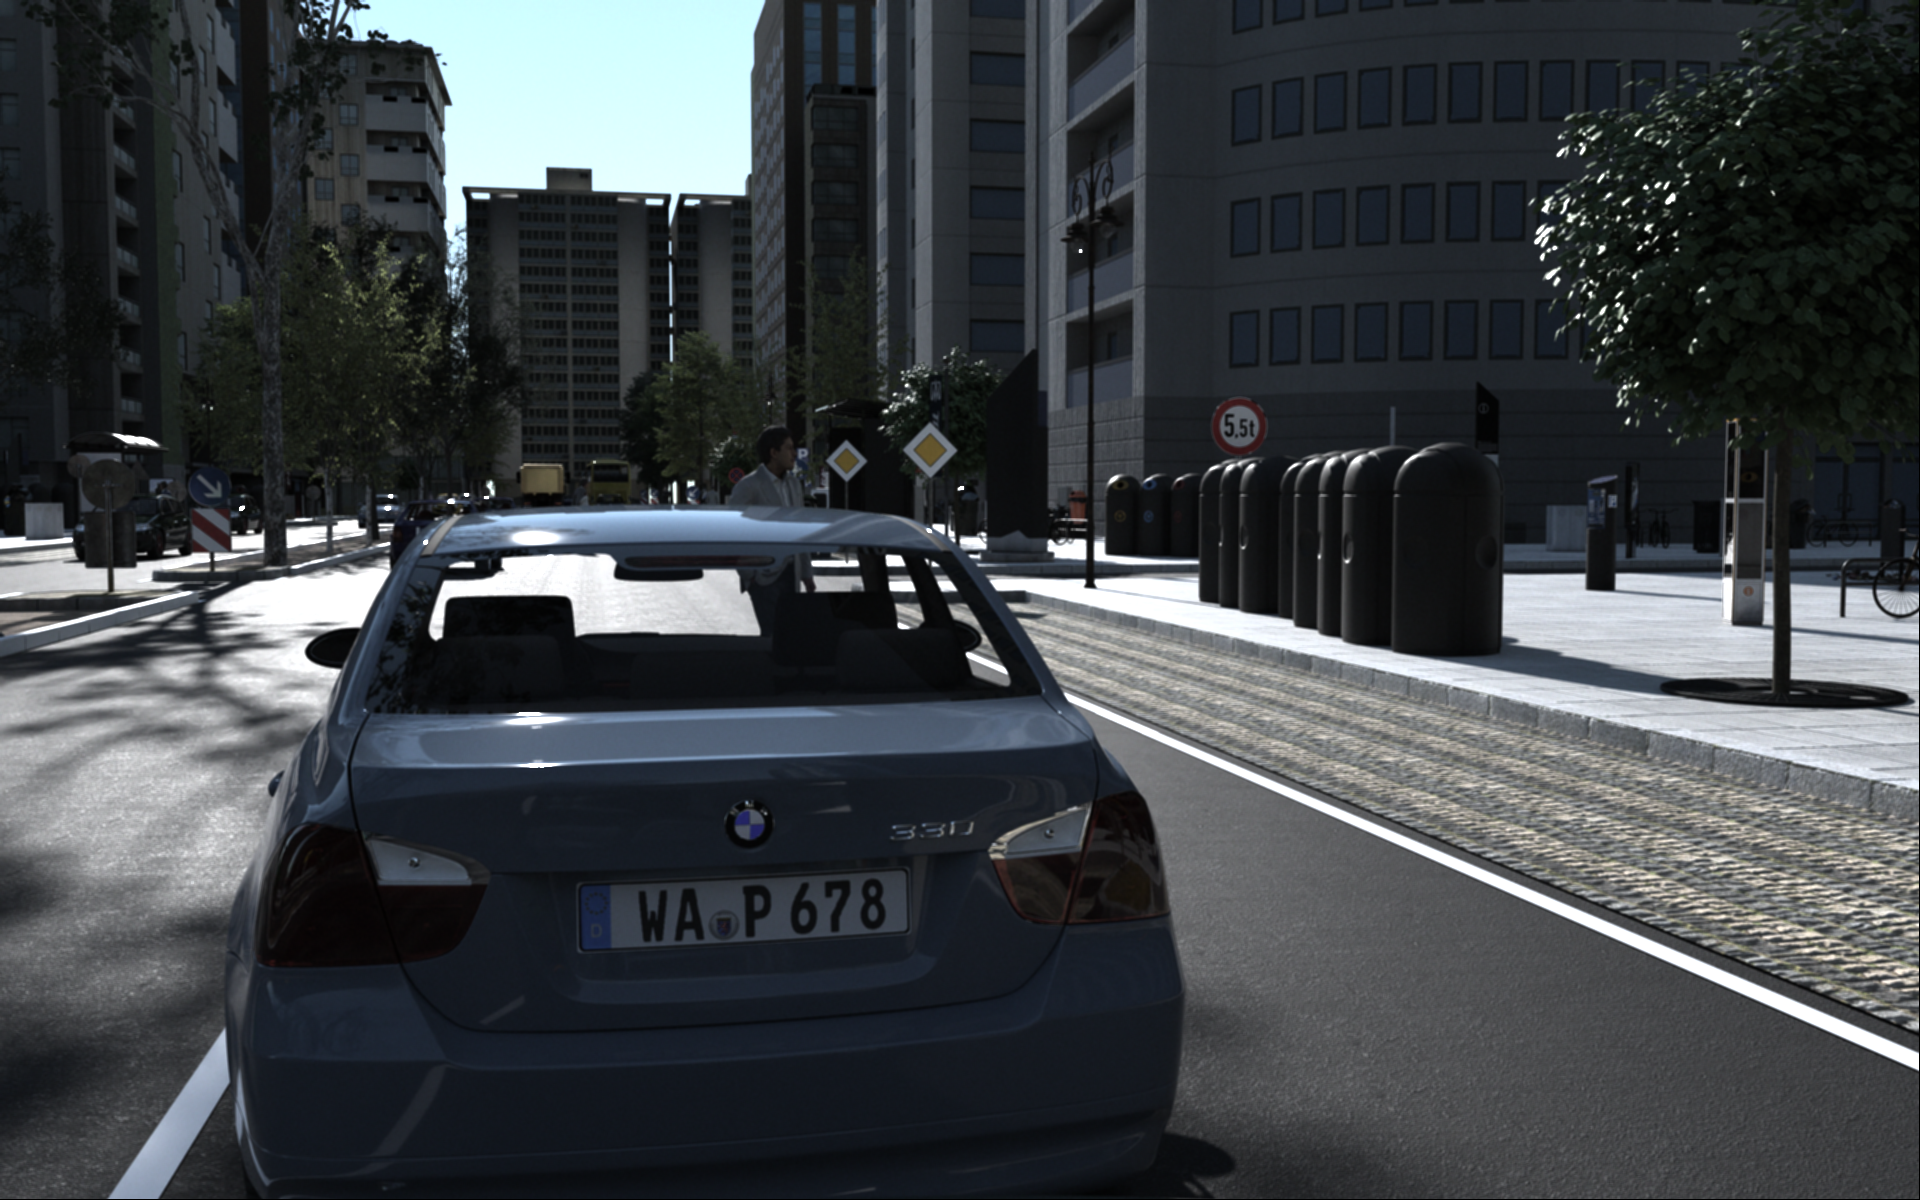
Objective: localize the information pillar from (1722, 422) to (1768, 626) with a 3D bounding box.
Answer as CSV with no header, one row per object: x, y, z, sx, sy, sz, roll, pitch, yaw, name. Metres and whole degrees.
7.687,-0.762,16.957,0.304,2.012,0.304,0,4,5,information pillar

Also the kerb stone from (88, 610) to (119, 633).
-9.125,0.240,18.314,0.120,0.150,1.000,-1,4,-12,kerb stone

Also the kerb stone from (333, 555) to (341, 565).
-12.669,-0.775,34.916,0.120,0.150,1.000,-1,4,-12,kerb stone

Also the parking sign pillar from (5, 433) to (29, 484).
-42.114,-5.436,77.353,1.447,3.967,1.447,3,4,36,parking sign pillar

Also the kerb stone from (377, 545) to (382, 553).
-14.175,-1.208,41.940,0.120,0.150,1.000,-1,4,-12,kerb stone

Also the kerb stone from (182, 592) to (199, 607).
-9.984,-0.005,22.318,0.120,0.150,1.000,-1,4,-12,kerb stone

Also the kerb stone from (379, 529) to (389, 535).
-20.498,-2.405,61.519,0.120,0.150,1.000,-1,4,-12,kerb stone

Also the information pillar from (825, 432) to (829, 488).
-4.813,-4.476,64.539,0.504,3.616,0.183,1,4,15,information pillar

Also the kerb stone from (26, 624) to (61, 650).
-8.701,0.365,16.307,0.120,0.150,1.000,-1,4,-12,kerb stone

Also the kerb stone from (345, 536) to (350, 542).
-18.358,-1.792,51.490,0.120,0.150,1.000,-1,4,-12,kerb stone

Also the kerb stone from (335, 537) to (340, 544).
-17.929,-1.669,49.491,0.120,0.150,1.000,-1,4,-12,kerb stone

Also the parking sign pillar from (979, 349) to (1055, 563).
1.081,-2.715,32.856,1.447,3.967,1.447,-3,5,-40,parking sign pillar

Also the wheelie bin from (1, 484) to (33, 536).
-28.966,-2.775,53.283,0.693,1.594,0.980,0,4,-2,wheelie bin

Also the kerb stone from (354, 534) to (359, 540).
-18.776,-1.914,53.493,0.120,0.150,1.000,-1,4,-12,kerb stone

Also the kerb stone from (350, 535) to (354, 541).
-18.565,-1.852,52.492,0.120,0.150,1.000,-1,4,-12,kerb stone

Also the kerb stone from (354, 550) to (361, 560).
-13.312,-0.962,37.925,0.120,0.150,1.000,-1,4,-12,kerb stone

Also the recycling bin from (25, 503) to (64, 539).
-26.099,-2.252,49.372,0.722,1.027,0.722,1,4,16,recycling bin

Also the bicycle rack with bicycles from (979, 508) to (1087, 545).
2.131,-1.915,44.686,2.852,0.926,2.925,-2,4,-26,bicycle rack with bicycles

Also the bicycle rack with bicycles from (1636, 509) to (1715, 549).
17.295,-1.730,41.670,2.852,0.926,2.925,2,4,29,bicycle rack with bicycles

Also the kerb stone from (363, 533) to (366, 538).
-19.203,-2.037,55.494,0.120,0.150,1.000,-1,4,-12,kerb stone

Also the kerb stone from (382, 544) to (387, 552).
-14.384,-1.268,42.940,0.120,0.150,1.000,-1,4,-12,kerb stone

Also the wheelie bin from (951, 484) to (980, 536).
0.172,-2.784,53.419,0.980,1.594,0.693,3,5,41,wheelie bin

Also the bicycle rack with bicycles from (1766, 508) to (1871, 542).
20.956,-1.805,42.894,2.925,0.926,2.852,-2,4,-28,bicycle rack with bicycles

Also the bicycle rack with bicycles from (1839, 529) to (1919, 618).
10.430,-0.237,17.261,2.925,0.926,2.852,-1,4,-11,bicycle rack with bicycles

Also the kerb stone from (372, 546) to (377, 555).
-13.956,-1.142,40.934,0.120,0.150,1.000,-1,4,-12,kerb stone

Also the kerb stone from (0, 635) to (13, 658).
-8.486,0.421,15.305,0.120,0.150,1.000,-1,4,-12,kerb stone

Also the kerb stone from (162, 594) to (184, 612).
-9.767,0.054,21.319,0.120,0.150,1.000,-1,4,-12,kerb stone

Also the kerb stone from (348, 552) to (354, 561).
-13.096,-0.901,36.924,0.120,0.150,1.000,-1,4,-12,kerb stone

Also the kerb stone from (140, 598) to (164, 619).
-9.555,0.115,20.319,0.120,0.150,1.000,-1,4,-12,kerb stone

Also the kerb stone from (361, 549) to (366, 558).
-13.528,-1.023,38.925,0.120,0.150,1.000,-1,4,-12,kerb stone

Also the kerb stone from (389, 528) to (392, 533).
-20.711,-2.463,62.520,0.120,0.150,1.000,-1,4,-12,kerb stone

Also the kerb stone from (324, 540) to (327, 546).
-17.504,-1.544,47.484,0.120,0.150,1.000,-1,4,-12,kerb stone

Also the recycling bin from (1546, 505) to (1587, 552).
13.531,-1.597,38.659,0.722,1.027,0.722,0,4,6,recycling bin

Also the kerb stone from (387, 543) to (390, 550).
-14.595,-1.330,43.943,0.120,0.150,1.000,-1,4,-12,kerb stone

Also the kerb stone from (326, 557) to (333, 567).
-12.463,-0.714,33.911,0.120,0.150,1.000,-1,4,-12,kerb stone

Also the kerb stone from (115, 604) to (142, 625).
-9.340,0.176,19.313,0.120,0.150,1.000,-1,4,-12,kerb stone

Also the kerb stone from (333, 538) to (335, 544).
-17.716,-1.608,48.491,0.120,0.150,1.000,-1,4,-12,kerb stone

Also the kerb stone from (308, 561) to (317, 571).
-12.040,-0.594,31.903,0.120,0.150,1.000,-1,4,-12,kerb stone

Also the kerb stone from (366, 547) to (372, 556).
-13.740,-1.083,39.935,0.120,0.150,1.000,-1,4,-12,kerb stone

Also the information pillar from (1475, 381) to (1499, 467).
10.945,-2.735,36.064,0.504,3.616,0.183,0,4,-5,information pillar

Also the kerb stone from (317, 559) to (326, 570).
-12.245,-0.655,32.912,0.120,0.150,1.000,-1,4,-12,kerb stone

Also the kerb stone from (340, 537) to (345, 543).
-18.136,-1.731,50.492,0.120,0.150,1.000,-1,4,-12,kerb stone

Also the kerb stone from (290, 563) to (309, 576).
-11.811,-0.526,30.907,0.120,0.150,1.000,-1,4,-12,kerb stone

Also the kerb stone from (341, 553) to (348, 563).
-12.884,-0.839,35.919,0.120,0.150,1.000,-1,4,-12,kerb stone

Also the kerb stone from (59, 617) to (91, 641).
-8.914,0.306,17.307,0.120,0.150,1.000,-1,4,-12,kerb stone

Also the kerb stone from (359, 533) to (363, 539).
-18.999,-1.975,54.492,0.120,0.150,1.000,-1,4,-12,kerb stone
